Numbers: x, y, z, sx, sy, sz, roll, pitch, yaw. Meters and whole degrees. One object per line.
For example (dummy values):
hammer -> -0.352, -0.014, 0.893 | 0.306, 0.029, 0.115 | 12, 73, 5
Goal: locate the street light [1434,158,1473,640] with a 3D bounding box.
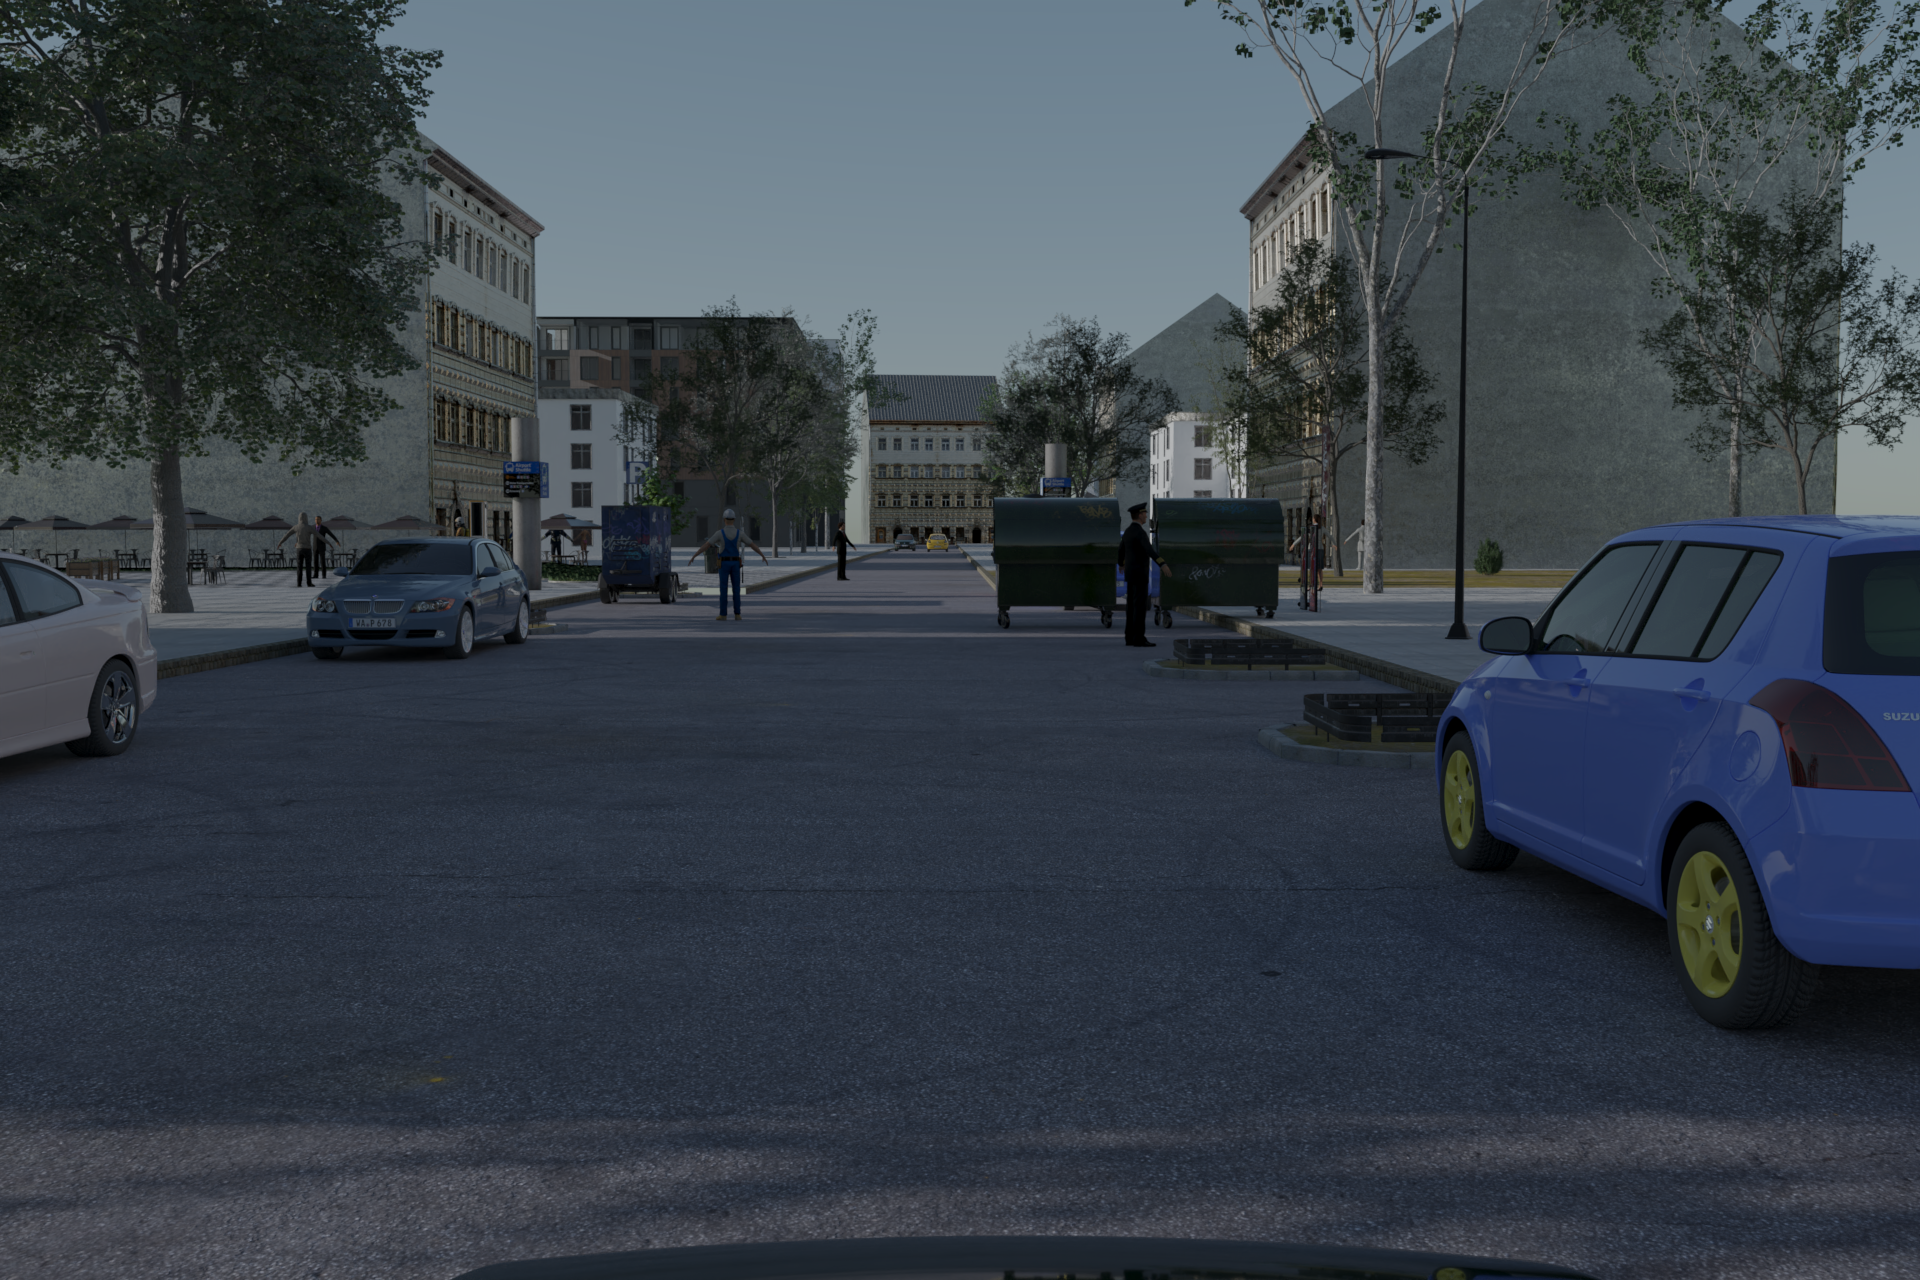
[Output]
street light -> 6.648, -2.965, 21.023 | 1.470, 5.913, 1.316 | 0, 4, 0

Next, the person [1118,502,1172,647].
person -> 2.291, -0.838, 22.096 | 0.705, 1.837, 1.347 | -1, 4, -21

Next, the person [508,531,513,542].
person -> -18.738, -4.142, 73.693 | 0.705, 1.833, 1.349 | 3, 4, 37

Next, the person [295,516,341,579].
person -> -18.424, -2.663, 49.763 | 1.346, 1.802, 0.704 | 0, 4, 4

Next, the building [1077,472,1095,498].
building -> 19.919, -16.533, 212.456 | 9.099, 9.664, 28.070 | 0, 4, -1

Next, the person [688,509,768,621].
person -> -3.837, -1.253, 28.803 | 1.347, 1.847, 0.705 | -1, 4, -19

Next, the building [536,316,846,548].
building -> -26.547, -20.507, 179.262 | 27.936, 21.610, 32.646 | 0, 4, -1

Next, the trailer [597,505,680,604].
trailer -> -6.645, -1.719, 35.148 | 1.471, 1.999, 3.904 | 0, 4, 0

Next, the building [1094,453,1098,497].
building -> 20.006, -20.516, 191.853 | 16.016, 20.090, 11.380 | 0, 4, -1

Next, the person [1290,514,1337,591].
person -> 7.943, -1.958, 38.837 | 1.217, 1.735, 0.721 | -1, 4, -21

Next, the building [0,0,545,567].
building -> -30.092, -15.014, 76.402 | 19.493, 23.208, 18.063 | 0, 4, -1

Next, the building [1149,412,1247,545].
building -> 19.078, -10.832, 119.257 | 9.099, 9.664, 28.070 | 0, 4, 0

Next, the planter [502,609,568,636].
planter -> -6.846, -0.259, 25.372 | 1.991, 0.319, 1.994 | 0, 4, 0

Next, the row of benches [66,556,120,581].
row of benches -> -23.654, -1.950, 47.350 | 1.422, 0.672, 4.104 | -1, 4, -16

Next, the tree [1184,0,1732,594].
tree -> 10.141, -11.014, 35.974 | 12.611, 20.169, 13.585 | 0, 3, 0

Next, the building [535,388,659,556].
building -> -24.340, -10.506, 113.921 | 9.099, 9.664, 28.070 | 0, 4, -1

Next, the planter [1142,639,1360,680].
planter -> 2.920, 0.196, 17.941 | 1.991, 0.319, 1.994 | 0, 4, 0

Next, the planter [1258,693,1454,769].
planter -> 3.047, 0.586, 11.551 | 1.991, 0.319, 1.994 | 0, 4, 0

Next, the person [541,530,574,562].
person -> -15.723, -3.770, 67.414 | 1.354, 1.856, 0.705 | -1, 4, -12

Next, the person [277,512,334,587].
person -> -15.909, -2.196, 42.029 | 1.348, 1.813, 0.705 | 0, 4, -3

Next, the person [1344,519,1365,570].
person -> 14.480, -3.425, 62.192 | 1.347, 1.806, 0.705 | 0, 4, -1

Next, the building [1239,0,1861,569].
building -> 22.746, -14.732, 71.792 | 19.493, 23.208, 18.063 | 0, 3, 0

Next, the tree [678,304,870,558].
tree -> -9.910, -11.158, 92.797 | 12.009, 13.543, 11.850 | 0, 3, 0

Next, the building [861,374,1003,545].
building -> -4.044, -24.722, 237.595 | 18.063, 23.208, 19.493 | 0, 4, -7

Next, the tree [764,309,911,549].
tree -> -9.617, -17.629, 144.118 | 12.611, 20.169, 13.585 | 0, 3, 0

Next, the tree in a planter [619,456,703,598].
tree in a planter -> -6.943, -2.581, 39.429 | 1.991, 3.239, 1.994 | 0, 4, 0

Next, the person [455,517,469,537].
person -> -17.054, -3.260, 59.077 | 0.705, 1.858, 1.354 | 0, 4, -2

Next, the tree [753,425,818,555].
tree -> -10.046, -9.444, 104.769 | 4.360, 8.622, 3.978 | 0, 3, 0

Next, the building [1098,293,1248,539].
building -> 23.363, -20.568, 167.217 | 19.493, 23.208, 18.063 | 0, 3, 0

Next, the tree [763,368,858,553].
tree -> -10.403, -12.233, 118.138 | 7.486, 12.596, 7.792 | 0, 3, 0

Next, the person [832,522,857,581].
person -> -3.614, -2.735, 53.359 | 0.705, 1.806, 1.347 | 2, 4, 27

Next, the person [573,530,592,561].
person -> -16.942, -4.339, 77.752 | 0.721, 1.733, 1.217 | 2, 4, 29
